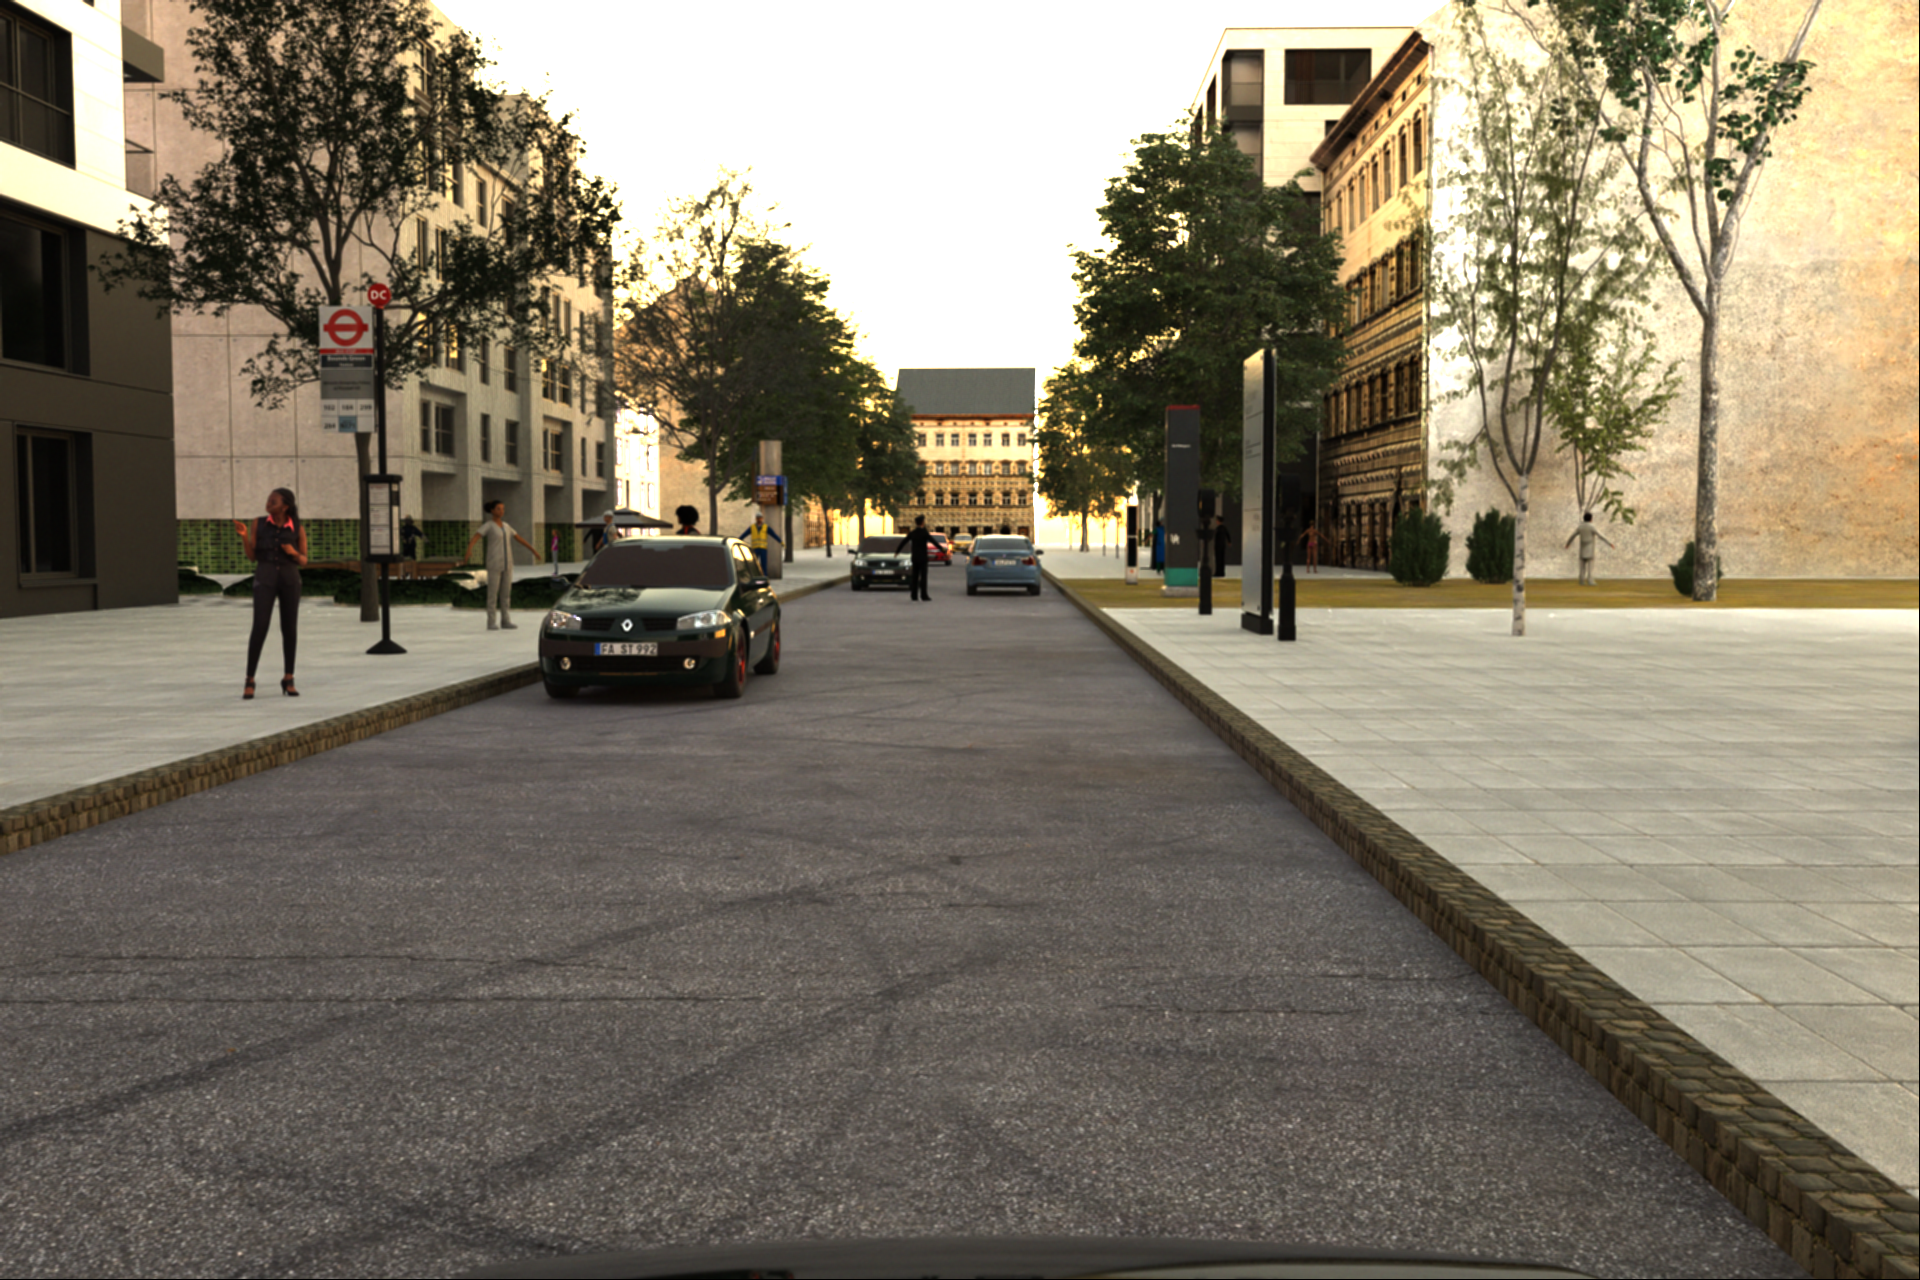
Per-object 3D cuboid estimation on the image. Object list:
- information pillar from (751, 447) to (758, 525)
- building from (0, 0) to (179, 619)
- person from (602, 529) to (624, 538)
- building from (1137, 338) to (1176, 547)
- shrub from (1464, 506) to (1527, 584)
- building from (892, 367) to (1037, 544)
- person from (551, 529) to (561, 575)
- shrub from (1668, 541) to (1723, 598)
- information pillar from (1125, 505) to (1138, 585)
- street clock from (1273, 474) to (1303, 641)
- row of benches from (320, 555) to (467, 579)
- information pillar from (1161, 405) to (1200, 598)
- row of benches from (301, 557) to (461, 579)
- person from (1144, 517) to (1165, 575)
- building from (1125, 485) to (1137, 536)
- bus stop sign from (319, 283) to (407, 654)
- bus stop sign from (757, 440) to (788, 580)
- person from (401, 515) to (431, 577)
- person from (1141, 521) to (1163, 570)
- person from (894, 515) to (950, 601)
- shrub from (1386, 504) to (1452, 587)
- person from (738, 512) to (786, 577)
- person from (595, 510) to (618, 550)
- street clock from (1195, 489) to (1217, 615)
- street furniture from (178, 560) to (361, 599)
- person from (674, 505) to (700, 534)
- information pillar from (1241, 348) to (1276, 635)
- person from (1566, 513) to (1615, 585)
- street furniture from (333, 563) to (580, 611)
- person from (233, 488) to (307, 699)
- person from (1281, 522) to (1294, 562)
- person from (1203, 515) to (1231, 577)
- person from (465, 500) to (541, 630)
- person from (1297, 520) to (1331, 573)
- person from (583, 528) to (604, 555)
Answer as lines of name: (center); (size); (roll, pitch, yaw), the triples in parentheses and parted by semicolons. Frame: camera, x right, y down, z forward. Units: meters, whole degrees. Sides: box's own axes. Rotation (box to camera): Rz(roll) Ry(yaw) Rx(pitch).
information pillar: (-5.496, -3.365, 46.376); (0.183, 3.616, 0.504); (0, 4, 3)
building: (-28.604, -10.479, 15.299); (27.936, 21.610, 32.646); (0, 4, 1)
person: (-14.071, -3.914, 69.760); (1.354, 1.858, 0.705); (0, 4, -2)
building: (26.609, -18.258, 164.977); (16.747, 18.905, 31.486); (0, 4, 1)
shrub: (13.797, -2.462, 44.673); (1.690, 2.028, 1.600); (0, 3, 0)
building: (0.968, -24.053, 226.652); (18.063, 23.208, 19.493); (0, 4, 3)
person: (-12.674, -2.733, 53.955); (0.599, 1.433, 0.991); (-1, 4, -13)
shrub: (14.825, -1.454, 34.884); (1.383, 1.207, 1.383); (0, 3, 0)
information pillar: (4.354, -2.411, 43.913); (0.304, 2.012, 0.304); (0, 4, 1)
street clock: (3.941, -0.994, 20.830); (0.358, 2.002, 0.471); (0, 4, 2)
row of benches: (-15.944, -2.057, 49.098); (4.104, 0.672, 1.422); (-2, 4, -27)
information pillar: (4.496, -2.797, 35.117); (0.750, 3.857, 0.750); (0, 4, 1)
row of benches: (-14.958, -1.813, 45.105); (4.104, 0.672, 1.422); (0, 4, -4)
person: (6.415, -2.974, 54.745); (1.347, 1.817, 0.704); (-1, 4, -19)
building: (24.658, -15.794, 200.385); (9.099, 9.664, 28.070); (0, 4, 1)
bus stop sign: (-6.397, -1.825, 18.538); (0.855, 3.939, 0.416); (0, 4, 1)
bus stop sign: (-5.342, -3.664, 48.924); (0.837, 3.901, 0.837); (0, 4, 3)
person: (-16.283, -2.776, 51.165); (1.354, 1.856, 0.705); (0, 4, 3)
person: (7.029, -3.356, 61.594); (1.216, 1.740, 0.721); (0, 4, -5)
person: (-0.853, -1.770, 37.326); (1.347, 1.837, 0.705); (2, 4, 26)
shrub: (11.170, -2.310, 42.187); (1.690, 2.028, 1.600); (0, 3, 0)
person: (-5.001, -2.273, 43.128); (1.349, 1.833, 0.705); (0, 4, -2)
person: (-8.386, -2.167, 41.290); (0.705, 1.847, 1.347); (-2, 4, -29)
street clock: (3.914, -1.407, 27.572); (0.358, 2.002, 0.471); (0, 4, 1)
street furniture: (-15.768, -1.414, 38.749); (5.734, 0.657, 10.072); (-1, 4, -16)
person: (-3.761, -0.920, 23.648); (0.704, 1.843, 1.345); (2, 4, 27)
information pillar: (3.918, -1.923, 22.759); (0.184, 3.620, 1.656); (0, 4, 1)
person: (15.824, -2.290, 43.629); (0.705, 1.806, 1.347); (-3, 4, -38)
street furniture: (-8.537, -1.110, 33.774); (5.734, 0.657, 10.072); (0, 4, 0)
person: (-5.391, -0.372, 13.601); (0.415, 1.643, 0.593); (1, 4, 22)
person: (8.957, -2.528, 47.464); (0.704, 1.812, 1.346); (1, 4, 15)
person: (7.708, -2.790, 51.547); (0.705, 1.837, 1.347); (3, 5, 44)
person: (-6.158, -1.011, 23.303); (0.721, 1.739, 1.217); (3, 4, 38)
person: (11.567, -3.052, 56.705); (1.217, 1.733, 0.721); (3, 4, 37)
person: (-12.310, -3.226, 58.966); (1.346, 1.802, 0.704); (2, 4, 24)
